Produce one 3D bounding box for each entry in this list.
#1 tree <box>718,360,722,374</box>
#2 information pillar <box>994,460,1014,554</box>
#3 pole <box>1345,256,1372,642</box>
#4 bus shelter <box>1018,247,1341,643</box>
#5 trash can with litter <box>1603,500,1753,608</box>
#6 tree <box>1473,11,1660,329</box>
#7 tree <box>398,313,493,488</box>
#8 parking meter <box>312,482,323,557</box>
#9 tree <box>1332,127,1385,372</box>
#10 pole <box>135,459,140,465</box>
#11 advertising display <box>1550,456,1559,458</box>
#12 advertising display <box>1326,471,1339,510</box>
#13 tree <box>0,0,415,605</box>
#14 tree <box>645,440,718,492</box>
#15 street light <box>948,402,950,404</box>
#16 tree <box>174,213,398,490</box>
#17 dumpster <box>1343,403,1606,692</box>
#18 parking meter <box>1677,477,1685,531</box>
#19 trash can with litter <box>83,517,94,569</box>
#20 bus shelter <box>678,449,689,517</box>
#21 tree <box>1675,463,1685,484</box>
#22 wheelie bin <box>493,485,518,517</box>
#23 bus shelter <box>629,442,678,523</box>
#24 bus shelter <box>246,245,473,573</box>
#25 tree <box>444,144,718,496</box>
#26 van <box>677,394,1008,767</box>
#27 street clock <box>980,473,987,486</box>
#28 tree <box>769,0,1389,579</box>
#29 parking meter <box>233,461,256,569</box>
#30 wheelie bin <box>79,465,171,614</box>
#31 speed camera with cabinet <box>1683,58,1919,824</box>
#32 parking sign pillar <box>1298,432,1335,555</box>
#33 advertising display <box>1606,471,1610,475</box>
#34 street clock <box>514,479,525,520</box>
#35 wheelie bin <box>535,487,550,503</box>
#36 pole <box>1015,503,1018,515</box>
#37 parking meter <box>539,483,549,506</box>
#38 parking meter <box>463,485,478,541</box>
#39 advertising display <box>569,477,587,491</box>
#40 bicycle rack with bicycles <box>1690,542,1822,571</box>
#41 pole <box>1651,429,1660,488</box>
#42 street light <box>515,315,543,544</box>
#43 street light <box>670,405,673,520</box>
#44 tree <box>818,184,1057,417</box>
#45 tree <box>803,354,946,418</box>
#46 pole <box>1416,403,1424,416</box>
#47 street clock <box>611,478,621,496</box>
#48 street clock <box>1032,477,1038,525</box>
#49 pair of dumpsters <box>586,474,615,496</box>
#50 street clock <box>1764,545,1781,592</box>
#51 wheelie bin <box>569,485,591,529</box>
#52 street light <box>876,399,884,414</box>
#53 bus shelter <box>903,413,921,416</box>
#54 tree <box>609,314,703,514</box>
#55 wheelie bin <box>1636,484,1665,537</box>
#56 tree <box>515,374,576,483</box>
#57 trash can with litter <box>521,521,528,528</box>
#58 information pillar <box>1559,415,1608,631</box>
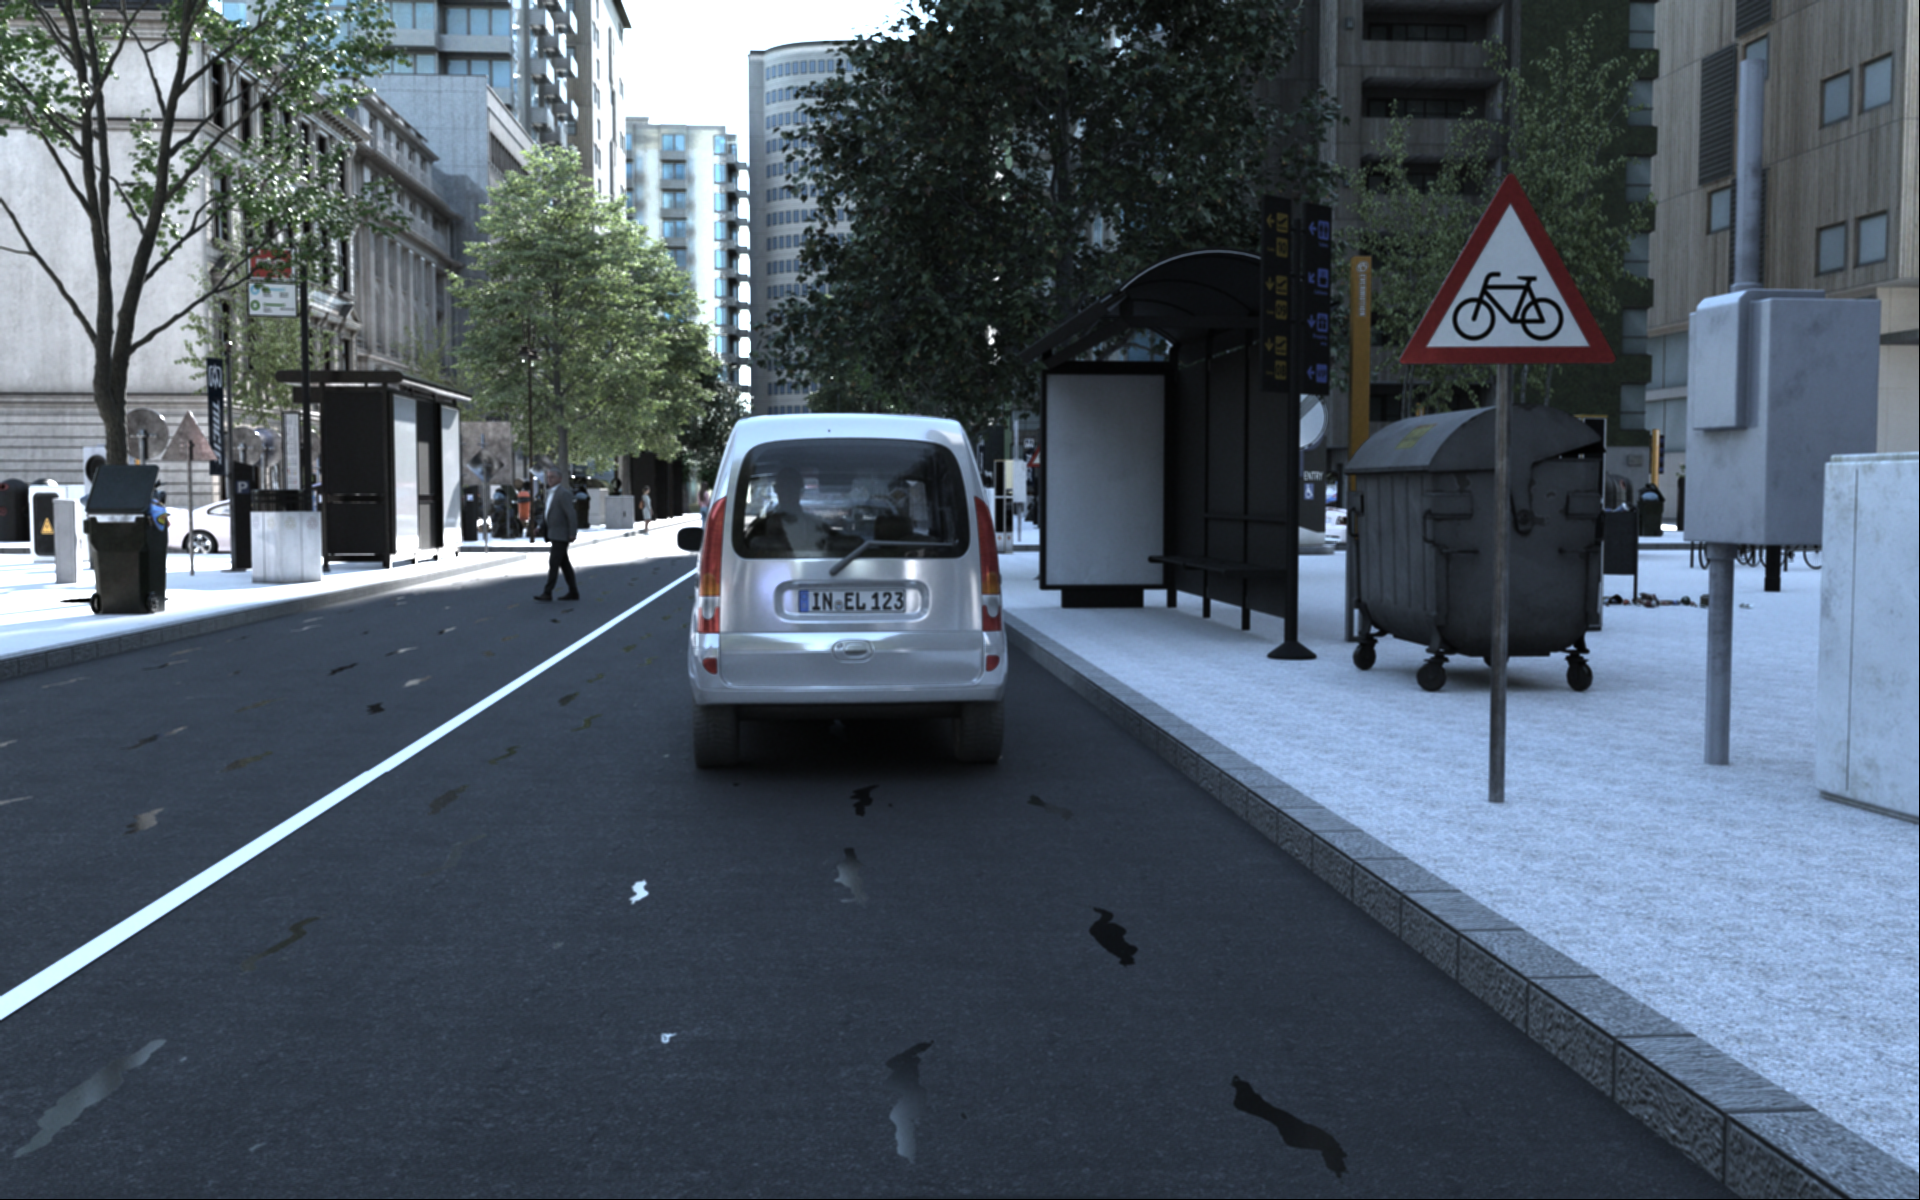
[{"bbox_3d":[-13.512,-9.414,72.039,7.486,12.596,7.792,0,3,0],"label":"tree"},{"bbox_3d":[0.945,-2.010,37.353,0.304,2.012,0.304,3,5,40],"label":"information pillar"},{"bbox_3d":[3.445,-1.293,14.976,0.158,3.312,0.155,0,3,0],"label":"pole"},{"bbox_3d":[1.895,-1.411,17.002,2.014,3.302,5.546,0,4,-5],"label":"bus shelter"},{"bbox_3d":[7.899,-0.543,19.944,2.233,1.210,1.678,3,4,38],"label":"trash can with litter"},{"bbox_3d":[8.997,-4.706,27.307,4.737,8.622,4.395,0,3,0],"label":"tree"},{"bbox_3d":[-21.360,-7.397,71.301,4.737,8.622,4.395,0,3,0],"label":"tree"},{"bbox_3d":[-13.123,-1.650,35.389,0.372,1.533,0.369,0,3,0],"label":"parking meter"},{"bbox_3d":[8.903,-5.059,33.085,4.737,8.622,4.395,0,3,0],"label":"tree"},{"bbox_3d":[-24.306,-3.514,51.305,0.158,3.312,0.155,0,3,0],"label":"pole"},{"bbox_3d":[7.772,-1.128,23.660,0.974,1.923,0.123,-1,4,-12],"label":"advertising display"},{"bbox_3d":[10.091,-2.641,48.387,0.974,1.923,0.123,2,4,24],"label":"advertising display"},{"bbox_3d":[-9.900,-5.773,20.139,9.928,11.665,9.643,0,3,0],"label":"tree"},{"bbox_3d":[-16.968,-7.138,100.420,4.285,4.588,4.351,0,3,0],"label":"tree"},{"bbox_3d":[-0.212,-3.879,36.212,0.468,5.910,1.993,0,4,-5],"label":"street light"},{"bbox_3d":[-18.085,-5.810,45.357,4.737,8.622,4.395,0,3,0],"label":"tree"},{"bbox_3d":[3.515,-0.377,11.927,1.264,1.857,1.865,0,4,-5],"label":"dumpster"},{"bbox_3d":[25.072,-3.328,60.124,0.255,1.863,0.399,1,4,9],"label":"parking meter"},{"bbox_3d":[-14.383,-1.112,29.571,1.055,1.170,0.624,1,4,9],"label":"trash can with litter"},{"bbox_3d":[-15.704,-6.244,93.370,1.731,3.624,6.357,0,4,-5],"label":"bus shelter"},{"bbox_3d":[26.094,-4.043,60.706,1.663,3.219,1.824,0,3,0],"label":"tree"},{"bbox_3d":[-14.722,-2.952,56.168,0.693,1.594,0.980,1,4,15],"label":"wheelie bin"},{"bbox_3d":[-14.486,-5.499,81.199,1.731,3.624,6.357,0,4,-5],"label":"bus shelter"},{"bbox_3d":[-10.634,-3.251,30.792,2.179,5.291,8.768,0,4,-5],"label":"bus shelter"},{"bbox_3d":[-13.522,-8.504,57.163,7.486,12.596,7.792,0,3,0],"label":"tree"},{"bbox_3d":[-0.739,-0.216,10.536,2.013,2.044,4.112,0,4,-6],"label":"van"},{"bbox_3d":[0.693,-3.385,59.921,0.358,2.002,0.471,-3,5,-41],"label":"street clock"},{"bbox_3d":[1.531,-6.660,25.896,9.611,12.733,9.660,0,3,0],"label":"tree"},{"bbox_3d":[-12.321,-1.471,29.759,0.399,1.863,0.255,-2,4,-31],"label":"parking meter"},{"bbox_3d":[-8.981,-0.659,18.684,0.980,1.594,0.693,0,4,-2],"label":"wheelie bin"},{"bbox_3d":[3.892,-0.796,7.345,0.660,3.252,2.038,0,4,-8],"label":"speed camera with cabinet"},{"bbox_3d":[7.299,-2.971,37.045,1.447,3.967,1.447,-3,5,-44],"label":"parking sign pillar"},{"bbox_3d":[18.163,-2.709,49.499,0.123,1.923,0.974,-1,4,-22],"label":"advertising display"},{"bbox_3d":[-20.845,-4.732,81.940,0.471,2.002,0.358,0,4,7],"label":"street clock"},{"bbox_3d":[-21.717,-5.022,90.011,0.693,1.594,0.980,-1,4,-22],"label":"wheelie bin"},{"bbox_3d":[3.467,-6.888,106.463,0.158,3.312,0.155,0,3,0],"label":"pole"},{"bbox_3d":[-18.774,-4.437,78.257,0.255,1.863,0.399,3,4,37],"label":"parking meter"},{"bbox_3d":[-13.340,-2.370,47.165,0.372,1.533,0.369,0,3,0],"label":"parking meter"},{"bbox_3d":[-14.463,-3.648,64.866,0.974,1.923,0.123,-2,4,-32],"label":"advertising display"},{"bbox_3d":[13.775,-1.012,29.936,2.925,0.926,2.852,-2,4,-30],"label":"bicycle rack with bicycles"},{"bbox_3d":[21.908,-3.716,54.601,0.158,3.312,0.155,0,3,0],"label":"pole"},{"bbox_3d":[-11.097,-4.402,44.760,0.468,5.910,1.993,0,4,-5],"label":"street light"},{"bbox_3d":[-14.547,-6.991,87.090,0.468,5.910,1.993,0,4,-5],"label":"street light"},{"bbox_3d":[-0.384,-7.904,54.991,9.928,11.665,9.643,0,3,0],"label":"tree"},{"bbox_3d":[-4.591,-11.619,96.627,9.857,13.997,8.962,0,3,0],"label":"tree"},{"bbox_3d":[10.297,-2.752,38.842,0.158,3.312,0.155,0,3,0],"label":"pole"},{"bbox_3d":[-15.858,-4.609,79.931,0.471,2.002,0.358,-1,4,-11],"label":"street clock"},{"bbox_3d":[3.170,-4.151,72.443,0.358,2.002,0.471,-1,4,-12],"label":"street clock"},{"bbox_3d":[-17.049,-4.805,81.059,1.574,2.255,4.437,0,4,-5],"label":"pair of dumpsters"},{"bbox_3d":[10.730,-1.116,22.815,0.358,2.002,0.471,2,4,26],"label":"street clock"},{"bbox_3d":[-14.035,-3.414,63.728,0.980,1.594,0.693,2,4,35],"label":"wheelie bin"},{"bbox_3d":[-3.612,-6.401,77.440,0.468,5.910,1.993,0,4,-5],"label":"street light"},{"bbox_3d":[-2.801,-6.482,83.611,2.179,5.291,8.768,0,4,-5],"label":"bus shelter"},{"bbox_3d":[-17.691,-11.835,110.512,9.611,12.733,9.660,0,3,0],"label":"tree"},{"bbox_3d":[20.840,-2.715,52.295,0.693,1.594,0.980,0,4,-1],"label":"wheelie bin"},{"bbox_3d":[-23.712,-9.189,100.597,4.360,8.622,3.978,0,3,0],"label":"tree"},{"bbox_3d":[-16.600,-3.273,64.906,1.055,1.170,0.624,1,4,13],"label":"trash can with litter"},{"bbox_3d":[5.829,-0.719,16.256,0.304,2.012,0.304,-1,4,-22],"label":"information pillar"}]
